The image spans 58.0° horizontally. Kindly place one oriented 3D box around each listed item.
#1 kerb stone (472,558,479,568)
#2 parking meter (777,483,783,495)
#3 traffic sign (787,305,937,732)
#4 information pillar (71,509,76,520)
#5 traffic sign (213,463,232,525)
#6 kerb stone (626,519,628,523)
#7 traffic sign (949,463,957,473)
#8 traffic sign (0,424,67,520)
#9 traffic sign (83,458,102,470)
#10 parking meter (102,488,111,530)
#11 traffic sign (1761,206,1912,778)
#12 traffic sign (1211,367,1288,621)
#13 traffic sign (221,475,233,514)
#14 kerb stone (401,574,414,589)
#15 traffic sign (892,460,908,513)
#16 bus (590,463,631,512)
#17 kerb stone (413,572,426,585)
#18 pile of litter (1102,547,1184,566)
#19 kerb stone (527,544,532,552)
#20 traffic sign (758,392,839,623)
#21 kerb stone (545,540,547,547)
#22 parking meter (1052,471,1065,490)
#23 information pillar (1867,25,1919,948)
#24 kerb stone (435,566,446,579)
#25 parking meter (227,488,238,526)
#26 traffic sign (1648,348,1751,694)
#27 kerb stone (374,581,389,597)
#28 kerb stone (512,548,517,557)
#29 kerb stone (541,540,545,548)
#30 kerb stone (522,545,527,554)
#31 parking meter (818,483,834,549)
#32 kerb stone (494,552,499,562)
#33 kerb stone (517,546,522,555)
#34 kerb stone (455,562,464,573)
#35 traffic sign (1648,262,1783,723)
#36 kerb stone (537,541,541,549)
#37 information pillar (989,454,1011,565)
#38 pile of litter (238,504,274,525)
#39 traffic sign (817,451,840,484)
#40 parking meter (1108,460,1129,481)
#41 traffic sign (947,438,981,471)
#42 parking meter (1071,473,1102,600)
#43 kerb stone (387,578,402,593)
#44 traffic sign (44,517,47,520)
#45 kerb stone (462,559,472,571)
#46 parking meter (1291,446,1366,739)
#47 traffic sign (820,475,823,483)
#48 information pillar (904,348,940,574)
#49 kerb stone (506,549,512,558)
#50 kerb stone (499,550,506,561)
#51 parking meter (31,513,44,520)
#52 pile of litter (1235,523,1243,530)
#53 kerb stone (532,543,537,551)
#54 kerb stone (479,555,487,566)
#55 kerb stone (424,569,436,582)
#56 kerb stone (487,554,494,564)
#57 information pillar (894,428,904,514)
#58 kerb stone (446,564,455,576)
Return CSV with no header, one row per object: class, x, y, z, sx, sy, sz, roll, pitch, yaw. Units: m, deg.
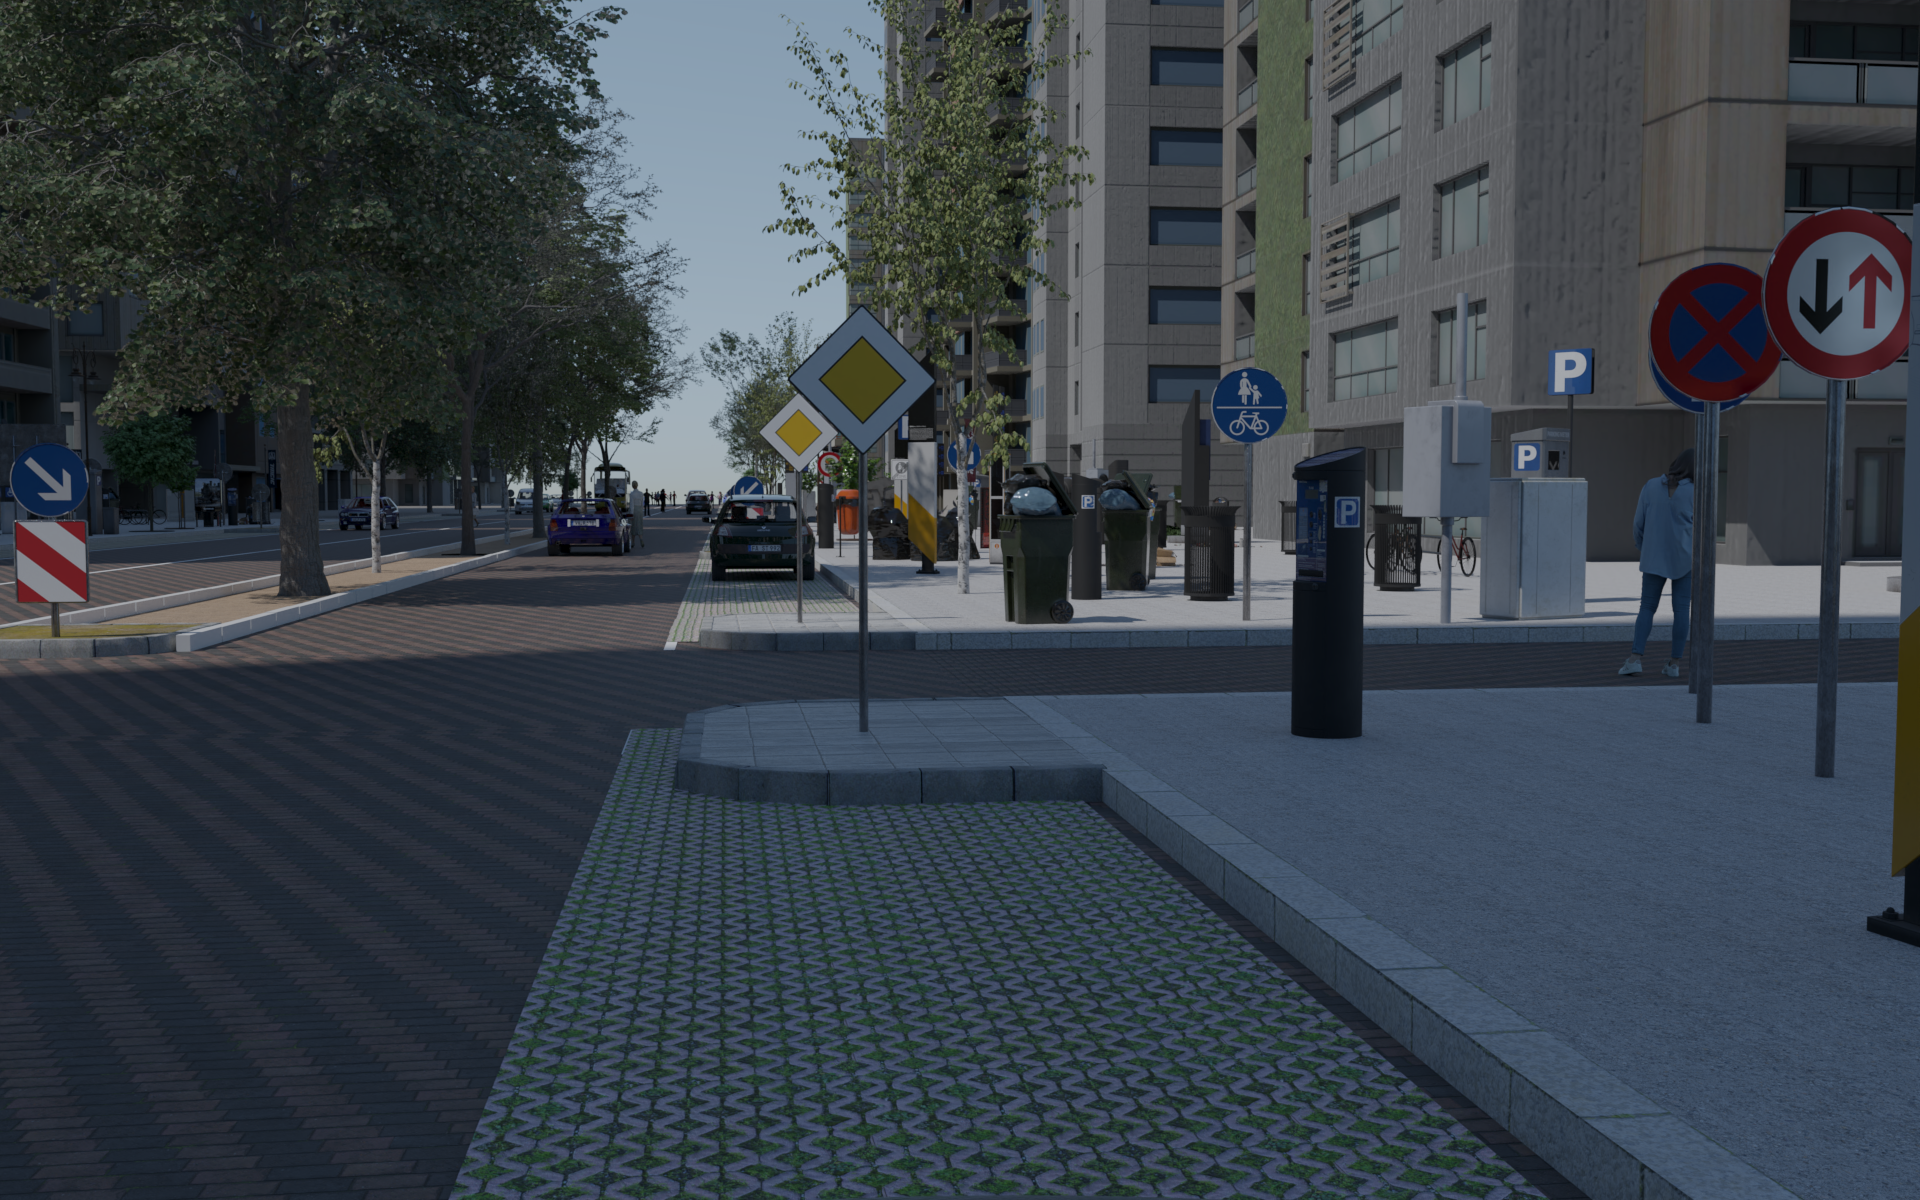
kerb stone,-9.482,-0.692,33.517,0.120,0.150,1.000,0,4,-8
parking meter,-9.240,-5.087,88.881,0.255,1.863,0.399,-1,4,-9
traffic sign,-0.523,-0.346,9.292,0.795,2.450,0.064,0,4,-8
information pillar,-40.808,-4.611,79.877,0.304,2.012,0.304,-3,5,-42
traffic sign,-30.081,-4.316,70.677,0.768,2.556,0.104,0,4,-5
kerb stone,-17.066,-4.109,89.376,0.120,0.150,1.000,0,4,-8
traffic sign,0.084,-2.769,45.386,0.768,2.556,0.104,0,4,2
traffic sign,-27.083,-3.448,50.242,2.265,3.308,0.079,0,4,-5
traffic sign,-31.082,-3.783,61.955,0.768,2.556,0.104,0,4,-7
parking meter,-30.892,-3.318,62.666,0.372,1.533,0.369,0,3,0
traffic sign,3.927,-0.470,7.789,0.768,2.556,0.104,0,4,-5
traffic sign,2.906,-1.063,17.489,0.768,2.556,0.104,0,4,2
traffic sign,-30.540,-4.323,71.864,0.795,2.450,0.064,0,4,-5
kerb stone,-8.507,-0.257,26.400,0.120,0.150,1.000,0,4,-8
traffic sign,-1.733,-3.007,51.298,0.606,2.300,0.079,0,3,0
bus,-27.894,-9.023,139.077,2.896,3.916,12.252,-1,4,-9
kerb stone,-8.649,-0.319,27.421,0.120,0.150,1.000,0,4,-8
pile of litter,3.367,-1.037,30.918,1.719,0.858,1.176,0,4,2
kerb stone,-10.721,-1.252,42.659,0.120,0.150,1.000,0,4,-8
traffic sign,-1.598,-0.829,17.204,0.795,2.450,0.064,0,4,-8
kerb stone,-11.271,-1.500,46.723,0.120,0.150,1.000,0,4,-8
parking meter,2.386,-2.278,42.954,0.399,1.863,0.255,-1,4,-16
information pillar,2.816,-0.820,4.758,0.183,3.616,0.504,-1,4,-15
kerb stone,-8.924,-0.444,29.456,0.120,0.150,1.000,0,4,-8
parking meter,-29.582,-3.794,70.437,0.372,1.533,0.369,0,3,0
traffic sign,4.735,-0.671,11.076,0.768,2.556,0.104,0,4,-3
kerb stone,-8.233,-0.128,24.374,0.120,0.150,1.000,0,4,-8
kerb stone,-10.310,-1.065,39.602,0.120,0.150,1.000,0,4,-8
kerb stone,-11.132,-1.436,45.705,0.120,0.150,1.000,0,4,-8
kerb stone,-10.579,-1.189,41.639,0.120,0.150,1.000,0,4,-8
parking meter,-3.150,-1.977,40.739,0.372,1.533,0.369,0,3,0
kerb stone,-9.903,-0.879,36.559,0.120,0.150,1.000,0,4,-8
kerb stone,-10.447,-1.120,40.622,0.120,0.150,1.000,0,4,-8
kerb stone,-9.203,-0.562,31.492,0.120,0.150,1.000,0,4,-8
traffic sign,4.176,-0.583,9.644,0.768,2.556,0.104,0,4,0
kerb stone,-11.000,-1.374,44.692,0.120,0.150,1.000,0,4,-8
information pillar,0.725,-1.657,31.581,0.304,2.012,0.304,1,4,22
pile of litter,-29.803,-3.601,72.834,1.719,0.858,1.176,-1,4,-13
traffic sign,-3.889,-3.165,51.851,0.768,2.556,0.104,0,4,-4
parking meter,2.724,-1.475,29.836,0.255,1.863,0.399,-1,4,-14
traffic sign,0.090,-2.391,39.206,0.768,2.556,0.104,0,4,-1
parking meter,1.541,-0.774,21.073,0.372,1.533,0.369,0,3,0
kerb stone,-8.366,-0.195,25.387,0.120,0.150,1.000,0,4,-8
traffic sign,-27.477,-3.174,51.999,0.768,2.556,0.104,0,4,-1
kerb stone,-9.344,-0.631,32.504,0.120,0.150,1.000,0,4,-8
parking meter,1.957,-0.049,9.206,0.372,1.533,0.369,0,3,0
traffic sign,-7.099,-5.581,91.348,0.768,2.556,0.104,0,4,-1
information pillar,-0.590,-2.228,27.776,0.504,3.616,0.183,2,4,25
kerb stone,-10.163,-1.003,38.591,0.120,0.150,1.000,0,4,-8
kerb stone,-10.022,-0.941,37.574,0.120,0.150,1.000,0,4,-8
parking meter,-28.783,-2.959,54.091,0.399,1.863,0.255,1,4,9
pile of litter,9.391,-2.927,61.824,1.719,0.858,1.176,1,4,16
kerb stone,-10.859,-1.314,43.672,0.120,0.150,1.000,0,4,-8
kerb stone,-9.609,-0.754,34.531,0.120,0.150,1.000,0,4,-8
kerb stone,-8.788,-0.382,28.440,0.120,0.150,1.000,0,4,-8
kerb stone,-9.753,-0.811,35.544,0.120,0.150,1.000,0,4,-8
information pillar,-1.739,-3.749,52.645,0.504,3.616,0.183,0,4,5
kerb stone,-9.065,-0.506,30.474,0.120,0.150,1.000,0,4,-8
